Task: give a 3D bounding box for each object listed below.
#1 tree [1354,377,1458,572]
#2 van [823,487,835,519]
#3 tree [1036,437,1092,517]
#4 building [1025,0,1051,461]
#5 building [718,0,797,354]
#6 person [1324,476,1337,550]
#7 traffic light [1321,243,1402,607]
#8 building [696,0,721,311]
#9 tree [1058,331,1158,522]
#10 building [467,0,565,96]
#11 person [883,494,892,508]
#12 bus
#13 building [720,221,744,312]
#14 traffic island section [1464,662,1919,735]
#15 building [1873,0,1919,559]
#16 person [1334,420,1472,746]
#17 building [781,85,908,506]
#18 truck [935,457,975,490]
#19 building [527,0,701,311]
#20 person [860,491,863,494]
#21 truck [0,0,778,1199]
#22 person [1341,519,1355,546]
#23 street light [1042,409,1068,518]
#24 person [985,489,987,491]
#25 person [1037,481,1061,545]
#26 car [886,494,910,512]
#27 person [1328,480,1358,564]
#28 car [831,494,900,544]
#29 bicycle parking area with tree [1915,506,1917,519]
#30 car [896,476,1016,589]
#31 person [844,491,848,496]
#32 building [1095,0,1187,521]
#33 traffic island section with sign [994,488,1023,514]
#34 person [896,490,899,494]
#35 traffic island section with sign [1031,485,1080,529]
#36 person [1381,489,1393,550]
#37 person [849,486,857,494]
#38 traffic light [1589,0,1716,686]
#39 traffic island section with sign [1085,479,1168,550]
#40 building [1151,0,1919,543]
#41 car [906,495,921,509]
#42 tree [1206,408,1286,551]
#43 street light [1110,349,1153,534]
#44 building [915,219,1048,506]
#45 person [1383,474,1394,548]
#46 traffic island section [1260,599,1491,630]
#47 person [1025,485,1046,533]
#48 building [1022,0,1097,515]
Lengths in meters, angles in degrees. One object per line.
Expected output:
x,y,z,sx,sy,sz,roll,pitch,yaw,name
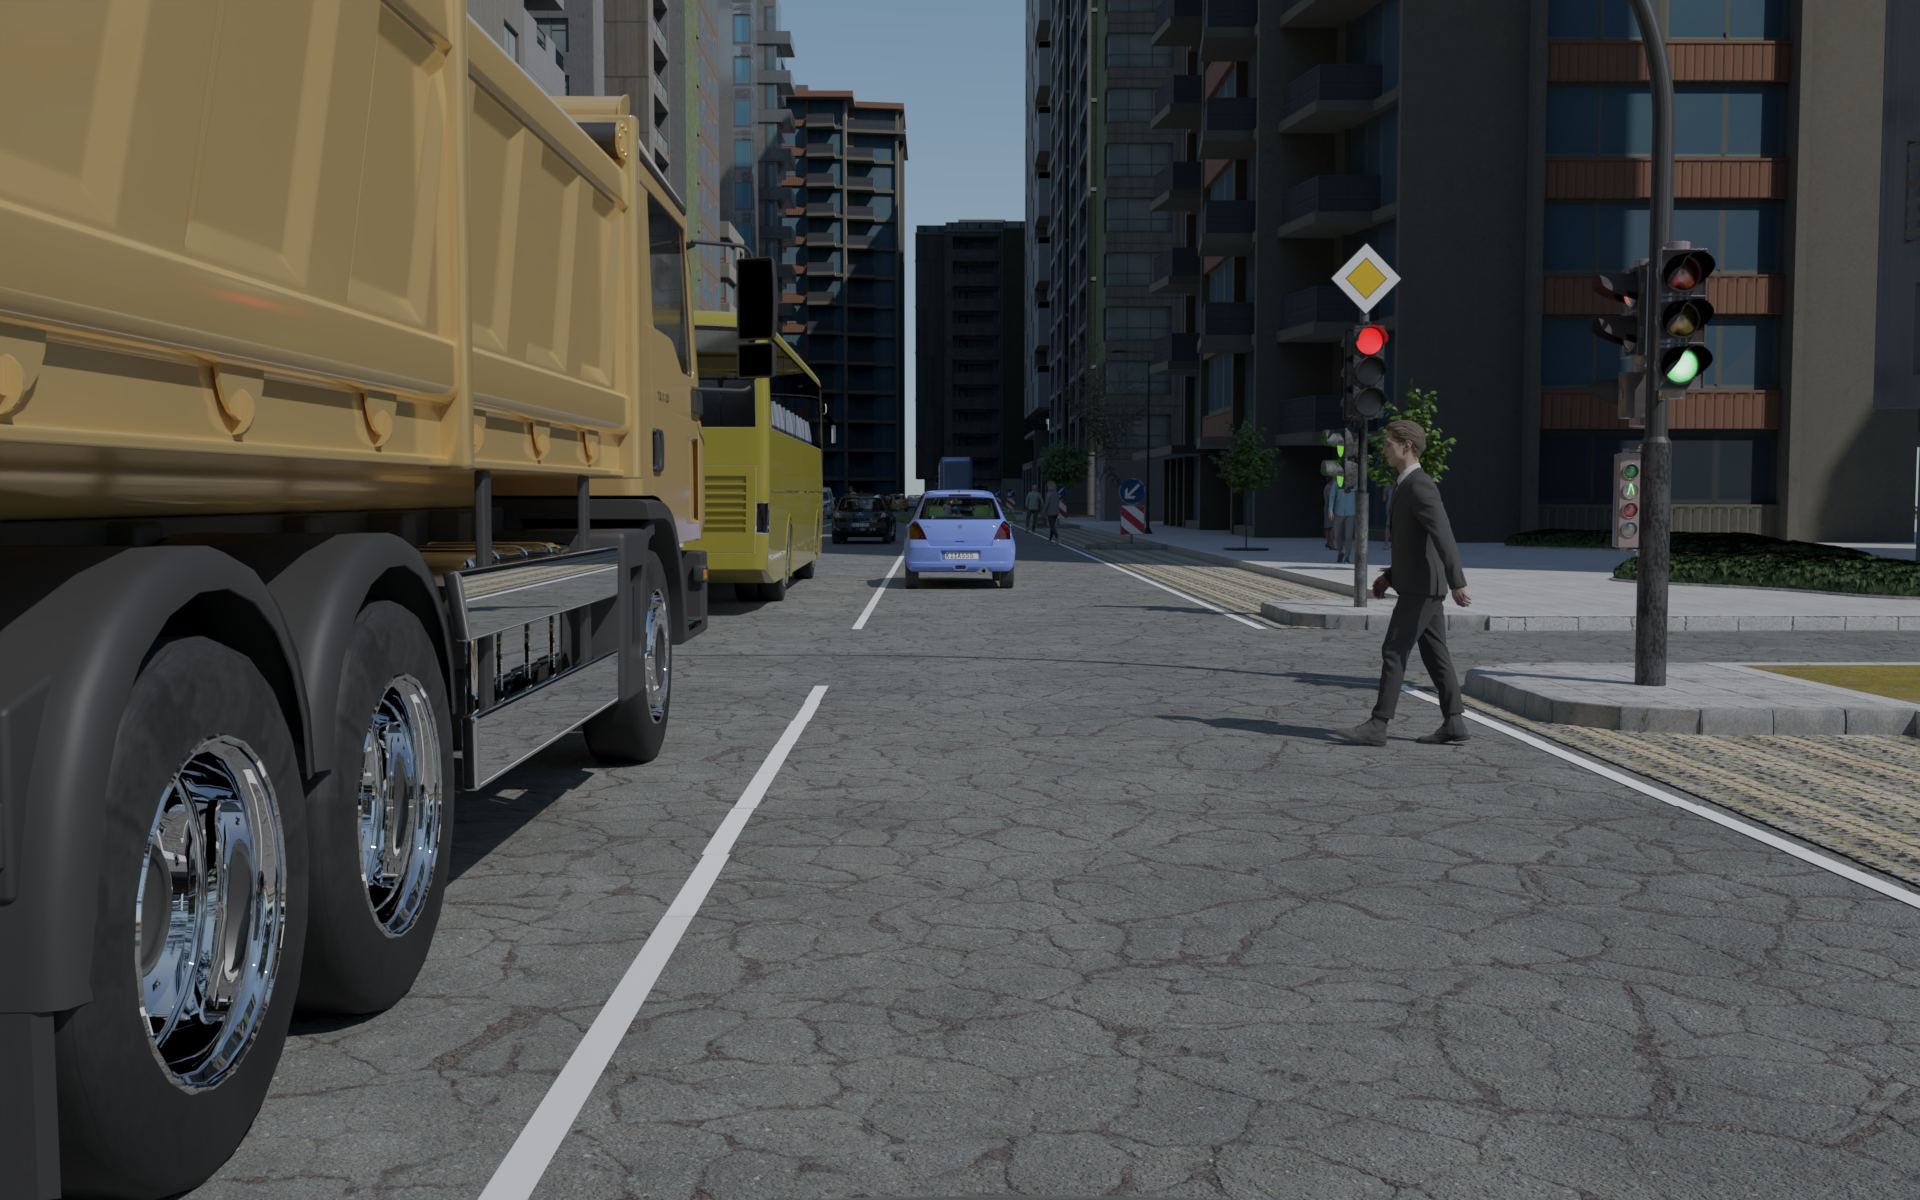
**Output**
7.523,-2.087,28.728,1.663,3.219,1.824,0,3,0,tree
-8.189,-5.696,100.148,2.013,2.044,4.112,0,4,-1,van
5.911,-7.046,98.919,4.285,4.588,4.351,0,3,0,tree
19.891,-34.696,156.521,28.713,52.752,27.495,0,4,-1,building
-30.517,-32.886,157.286,30.456,49.044,23.786,0,4,-1,building
8.600,-2.037,39.710,0.532,1.782,0.716,1,4,17,person
4.526,-1.873,19.542,0.839,4.253,0.868,0,4,-1,traffic light
-21.935,-27.612,101.567,14.600,45.320,14.200,0,4,-1,building
6.478,-7.823,78.263,4.360,8.622,3.978,0,3,0,tree
-28.034,-28.380,53.259,28.713,52.752,27.495,0,4,-1,building
-5.779,-7.735,138.154,0.628,1.438,0.799,2,4,32,person
-3.586,-2.106,25.977,2.896,3.916,12.252,0,4,-1,bus
-28.591,-17.074,124.192,27.650,21.520,28.899,0,4,-1,building
4.657,0.649,11.672,2.009,0.180,2.903,0,4,-1,traffic island section
24.079,-20.862,24.685,14.086,41.232,14.154,0,4,-1,building
2.533,-0.097,9.865,0.755,1.850,0.659,1,4,16,person
-20.156,-32.642,188.320,28.867,44.769,22.147,0,4,-1,building
-0.018,-7.993,120.442,2.967,4.110,18.799,0,4,-2,truck
-20.680,-24.523,84.547,14.154,41.232,14.086,0,4,-1,building
-9.481,-9.775,168.835,0.721,1.766,1.217,0,4,2,person
-2.826,-0.686,7.144,3.469,3.379,9.791,0,4,-1,truck
9.581,-2.233,42.728,0.537,1.800,0.526,3,5,44,person
5.179,-7.458,94.477,1.470,5.913,1.316,0,4,-1,street light
2.118,-8.243,143.203,1.348,1.831,0.705,0,4,0,person
2.533,-2.434,48.482,0.709,1.800,0.728,-3,5,-42,person
-5.136,-8.085,142.409,2.015,1.641,3.980,0,4,1,car
7.146,-1.594,31.972,0.638,1.841,0.748,1,4,21,person
-2.815,-2.533,51.206,2.009,1.686,4.222,0,4,1,car
48.960,-6.353,90.879,9.016,4.147,8.231,2,4,29,bicycle parking area with tree
-0.050,-1.100,27.579,1.945,1.707,3.694,0,4,-2,car
-10.903,-9.665,167.235,0.721,1.736,1.217,-3,5,-45,person
13.755,-24.694,87.334,14.154,41.232,14.086,0,4,-1,building
3.409,-6.917,121.718,1.989,1.847,2.006,0,4,-1,traffic island section with sign
-5.555,-8.992,155.538,0.705,1.821,1.348,-1,4,-18,person
3.978,-3.900,72.400,1.989,1.847,2.006,0,4,-1,traffic island section with sign
10.000,-1.997,39.691,0.512,1.701,0.522,-1,4,-12,person
-5.222,-4.596,83.736,0.778,1.811,0.616,-2,4,-24,person
2.526,-2.246,11.392,4.771,5.953,1.251,0,4,-1,traffic light
4.275,-2.221,44.936,1.989,1.847,2.006,0,4,-1,traffic island section with sign
18.154,-24.662,57.852,22.147,44.769,28.867,0,4,-1,building
-4.204,-9.174,162.360,2.083,1.381,4.827,0,4,1,car
6.535,-2.731,39.246,1.663,3.219,1.824,0,3,0,tree
5.515,-5.086,55.698,1.470,5.913,1.316,0,4,-1,street light
2.159,-25.278,184.999,14.107,30.474,14.160,0,4,-1,building
10.381,-2.124,41.121,0.716,1.782,0.532,0,4,4,person
4.566,0.161,19.656,2.009,0.180,2.903,0,4,-1,traffic island section
2.801,-3.356,63.854,0.782,1.767,0.515,0,4,4,person
15.529,-42.407,131.612,20.563,71.187,20.611,0,4,-1,building
